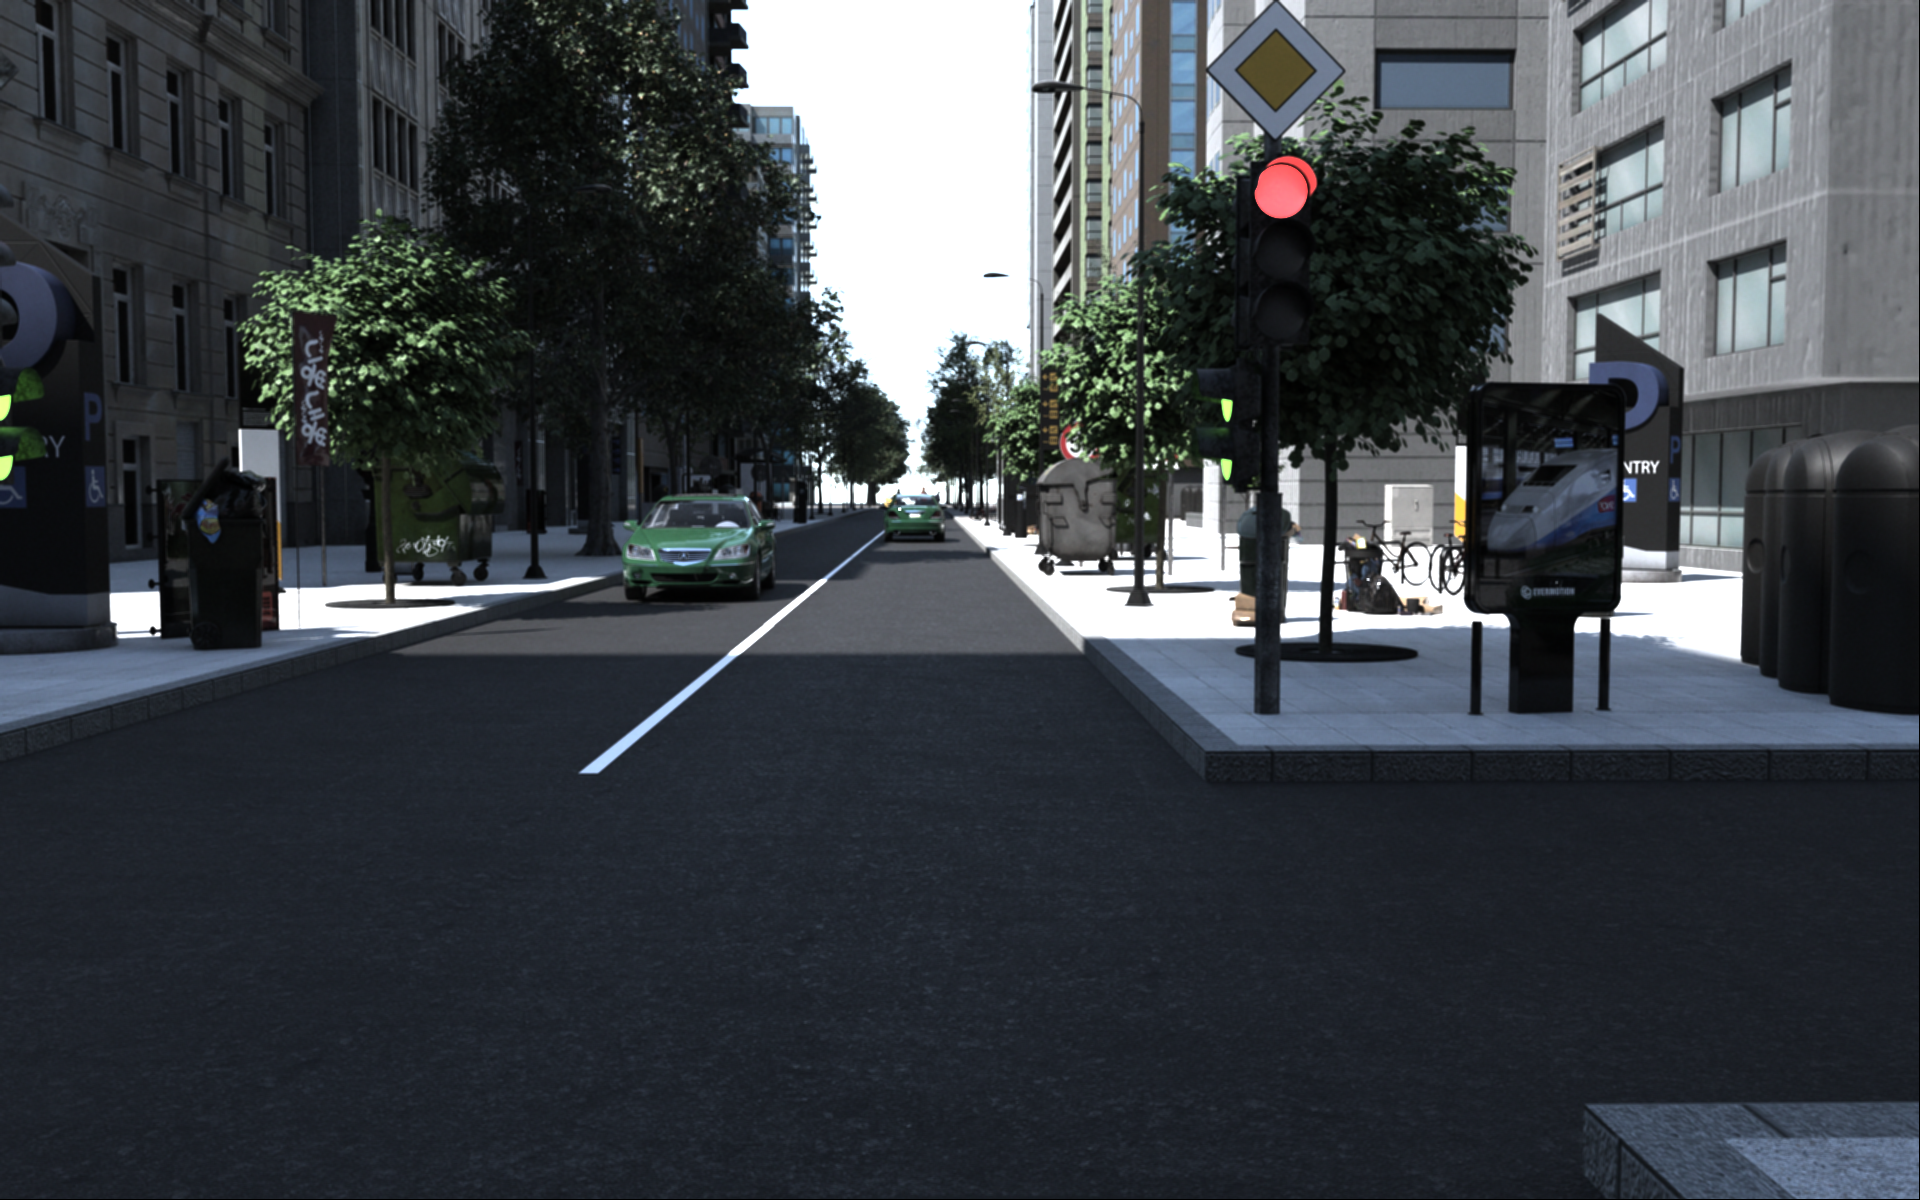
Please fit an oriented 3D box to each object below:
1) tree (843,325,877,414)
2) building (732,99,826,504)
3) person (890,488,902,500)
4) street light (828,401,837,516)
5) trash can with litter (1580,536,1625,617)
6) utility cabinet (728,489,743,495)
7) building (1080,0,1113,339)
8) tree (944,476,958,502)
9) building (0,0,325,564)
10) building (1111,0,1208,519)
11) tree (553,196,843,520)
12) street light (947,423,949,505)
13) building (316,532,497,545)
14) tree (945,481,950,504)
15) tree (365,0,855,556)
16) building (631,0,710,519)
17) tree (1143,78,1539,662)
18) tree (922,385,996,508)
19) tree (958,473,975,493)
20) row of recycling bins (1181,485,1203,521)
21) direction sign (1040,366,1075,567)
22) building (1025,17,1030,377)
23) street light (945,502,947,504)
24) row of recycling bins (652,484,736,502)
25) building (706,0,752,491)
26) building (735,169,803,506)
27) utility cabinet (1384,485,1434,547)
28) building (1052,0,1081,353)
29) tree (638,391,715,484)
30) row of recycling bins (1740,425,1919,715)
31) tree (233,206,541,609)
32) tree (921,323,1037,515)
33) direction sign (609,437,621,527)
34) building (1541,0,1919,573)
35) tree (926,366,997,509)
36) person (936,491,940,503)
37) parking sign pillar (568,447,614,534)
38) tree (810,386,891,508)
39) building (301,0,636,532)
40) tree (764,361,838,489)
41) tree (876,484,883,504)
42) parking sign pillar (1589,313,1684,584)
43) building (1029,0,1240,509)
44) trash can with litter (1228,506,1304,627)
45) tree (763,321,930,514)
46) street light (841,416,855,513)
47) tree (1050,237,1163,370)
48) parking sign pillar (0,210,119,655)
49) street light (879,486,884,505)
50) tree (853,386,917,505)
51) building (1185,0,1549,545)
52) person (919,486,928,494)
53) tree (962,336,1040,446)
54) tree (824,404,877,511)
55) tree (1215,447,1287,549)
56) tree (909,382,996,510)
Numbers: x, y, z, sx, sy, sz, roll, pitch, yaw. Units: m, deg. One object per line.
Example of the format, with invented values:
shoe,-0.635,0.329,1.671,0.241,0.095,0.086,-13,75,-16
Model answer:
tree,-7.176,-8.050,66.030,8.767,10.594,7.601,0,4,7
building,-29.118,-36.445,215.487,23.786,49.044,30.456,0,4,-1
person,-4.578,-7.419,129.427,1.348,1.869,0.705,0,4,6
street light,-6.883,-6.982,86.693,1.470,5.913,1.316,0,4,-1
trash can with litter,6.454,-0.422,18.293,0.624,1.170,1.055,-2,4,-32
utility cabinet,-9.024,-3.729,69.643,0.318,1.500,1.173,0,4,7
building,15.510,-26.972,124.583,14.154,41.232,14.086,0,4,-1
tree,-1.338,-17.396,234.781,4.360,8.622,3.978,0,3,0
building,-21.308,-14.218,29.731,12.463,27.353,25.104,0,4,-1
building,16.067,-27.275,96.054,14.600,45.320,14.200,0,4,-1
tree,-8.079,-7.037,49.470,8.767,10.594,7.601,0,3,0
street light,0.146,-7.553,96.035,1.470,5.913,1.316,0,4,-1
building,-20.993,-14.329,52.294,12.078,24.808,19.932,0,4,-1
tree,-1.643,-19.003,221.074,12.009,13.543,11.850,0,3,0
tree,-7.457,-7.274,35.936,9.611,12.733,9.660,0,3,0
building,-23.247,-27.866,105.723,14.600,45.320,14.200,0,4,-1
tree,2.867,-1.835,13.722,4.285,4.588,4.351,0,3,0
tree,0.120,-15.373,168.354,9.611,12.733,9.660,0,3,0
tree,0.767,-10.024,158.492,1.663,3.219,1.824,0,3,0
row of recycling bins,11.419,-4.541,81.358,1.069,1.692,3.534,-1,4,-21
direction sign,1.862,-2.369,30.724,0.876,3.537,0.379,0,4,-3
building,17.523,-55.940,227.292,22.319,86.520,31.000,0,4,-1
street light,-0.120,-8.547,112.276,1.470,5.913,1.316,0,4,-1
row of recycling bins,-11.071,-3.991,72.362,3.534,1.692,1.069,-1,4,-11
building,-27.297,-28.937,127.752,22.147,44.769,28.867,0,4,-1
building,-33.653,-30.324,187.679,32.217,40.220,23.993,0,4,-1
utility cabinet,10.791,-2.014,41.608,1.173,1.500,0.318,-1,4,-20
building,18.997,-31.714,142.233,21.300,48.544,21.600,0,4,-1
tree,-12.373,-7.684,75.995,4.737,8.622,4.395,0,3,0
row of recycling bins,5.995,-0.279,11.681,1.069,1.692,3.534,1,4,14
tree,-6.526,-2.217,19.955,4.285,4.588,4.351,0,3,0
tree,1.189,-11.043,106.314,9.928,11.665,9.643,0,3,0
direction sign,-13.813,-4.666,68.285,0.876,3.537,0.379,0,4,-8
building,18.652,-21.003,26.996,14.086,41.232,14.154,0,4,-1
tree,0.443,-14.283,151.658,7.486,12.596,7.792,0,3,0
person,-1.693,-7.801,136.984,0.436,1.711,0.756,3,5,39
parking sign pillar,-11.915,-4.119,55.814,1.447,3.967,1.447,1,4,9
tree,-10.021,-14.657,157.767,7.486,12.596,7.792,0,3,0
building,-21.364,-15.545,72.185,12.078,24.808,19.932,0,4,-1
tree,-8.349,-8.663,92.002,4.737,8.622,4.395,0,3,0
tree,-11.226,-14.346,229.153,1.663,3.219,1.824,0,3,0
parking sign pillar,9.857,-2.257,25.381,1.447,3.967,1.447,-3,5,-42
building,18.422,-40.144,198.355,21.231,58.520,28.212,0,4,-1
trash can with litter,3.004,-0.347,17.062,0.624,1.170,1.055,1,4,19
tree,-9.086,-12.312,111.669,12.009,13.543,11.850,0,3,0
street light,-7.214,-8.012,103.542,1.470,5.913,1.316,0,4,-1
tree,4.628,-5.998,48.434,4.360,8.622,3.978,0,3,0
parking sign pillar,-7.832,-1.583,14.348,1.447,3.967,1.447,0,4,-1
street light,-8.369,-12.072,169.914,1.470,5.913,1.316,0,4,-1
tree,-10.318,-18.570,210.267,9.857,13.997,8.962,0,3,0
building,18.717,-31.421,55.728,21.231,58.520,28.212,0,4,-1
person,-1.890,-4.997,90.144,1.348,1.831,0.705,0,4,-4
tree,2.313,-8.032,81.680,4.737,8.622,4.395,0,3,0
tree,-8.372,-10.952,129.434,4.360,8.622,3.978,0,3,0
tree,6.713,-2.797,40.340,1.663,3.219,1.824,0,3,0
tree,0.479,-12.416,137.410,8.767,10.594,7.601,-1,4,-19
